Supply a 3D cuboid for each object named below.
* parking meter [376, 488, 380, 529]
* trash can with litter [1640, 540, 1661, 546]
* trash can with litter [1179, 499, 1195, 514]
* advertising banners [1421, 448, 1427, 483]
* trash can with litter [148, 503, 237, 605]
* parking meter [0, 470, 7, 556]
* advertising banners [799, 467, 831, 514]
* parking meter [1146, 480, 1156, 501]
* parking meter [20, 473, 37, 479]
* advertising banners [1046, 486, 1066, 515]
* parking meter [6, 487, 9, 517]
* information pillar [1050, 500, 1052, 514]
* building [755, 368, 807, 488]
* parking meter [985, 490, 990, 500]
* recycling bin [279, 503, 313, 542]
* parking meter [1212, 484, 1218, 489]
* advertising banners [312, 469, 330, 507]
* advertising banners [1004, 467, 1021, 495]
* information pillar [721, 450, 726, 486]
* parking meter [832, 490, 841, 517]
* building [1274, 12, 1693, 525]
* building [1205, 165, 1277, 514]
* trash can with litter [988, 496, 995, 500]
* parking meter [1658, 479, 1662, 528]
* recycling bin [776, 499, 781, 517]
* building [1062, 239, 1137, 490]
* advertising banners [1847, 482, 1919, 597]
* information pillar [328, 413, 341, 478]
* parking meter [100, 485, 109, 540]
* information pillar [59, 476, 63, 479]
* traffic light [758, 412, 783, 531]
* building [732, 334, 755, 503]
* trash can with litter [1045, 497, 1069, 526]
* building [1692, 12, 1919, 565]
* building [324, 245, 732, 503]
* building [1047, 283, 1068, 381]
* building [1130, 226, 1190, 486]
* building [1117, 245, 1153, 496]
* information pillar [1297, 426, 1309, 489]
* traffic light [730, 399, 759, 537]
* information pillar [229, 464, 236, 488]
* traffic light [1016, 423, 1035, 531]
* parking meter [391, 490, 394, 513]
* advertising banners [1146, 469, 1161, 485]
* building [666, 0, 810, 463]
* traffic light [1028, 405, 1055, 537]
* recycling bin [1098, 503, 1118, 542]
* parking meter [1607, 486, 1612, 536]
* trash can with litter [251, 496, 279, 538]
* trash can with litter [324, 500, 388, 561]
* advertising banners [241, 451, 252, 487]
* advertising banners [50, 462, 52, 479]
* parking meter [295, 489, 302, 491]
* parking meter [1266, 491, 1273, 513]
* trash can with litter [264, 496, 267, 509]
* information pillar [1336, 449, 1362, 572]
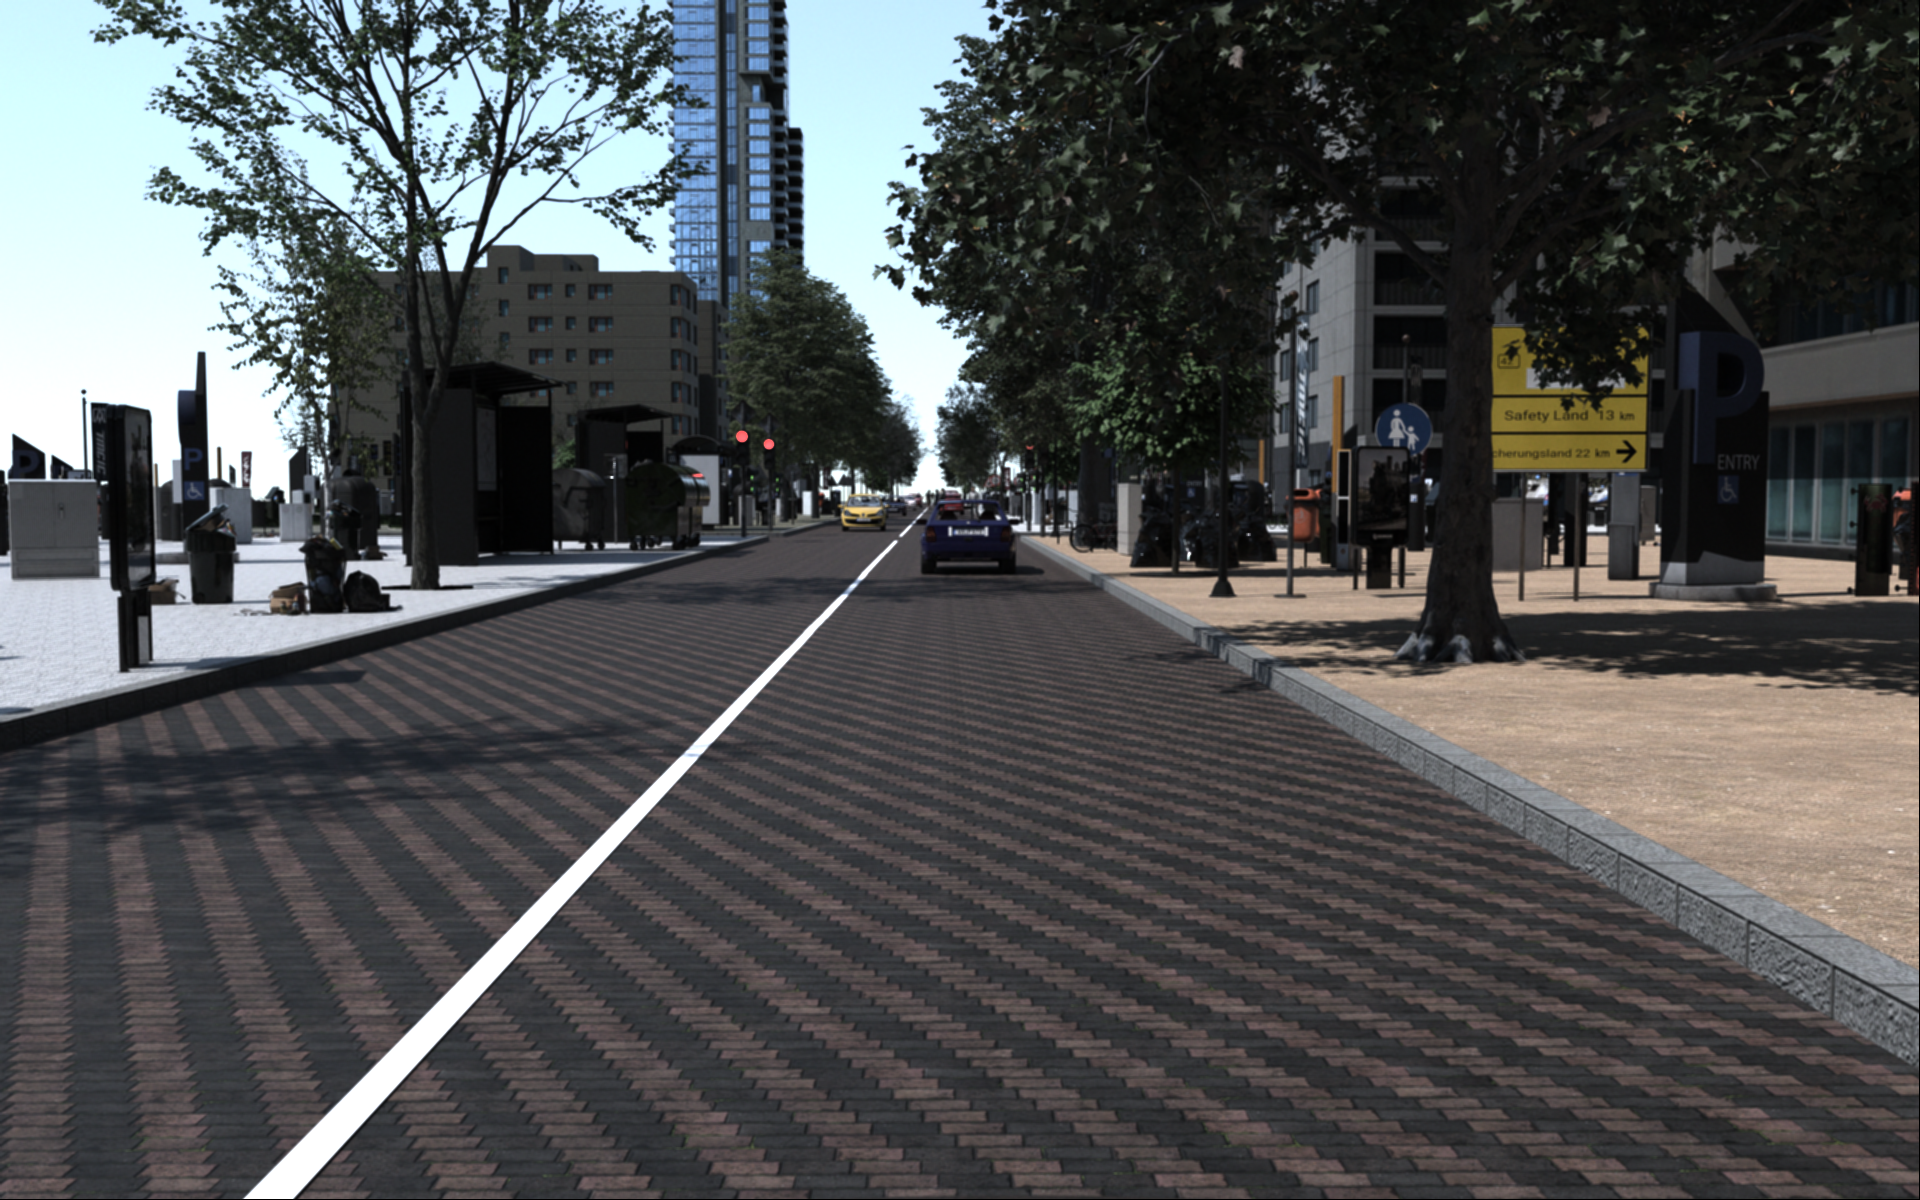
[{"bbox_3d":[-21.414,-3.361,63.355,0.372,1.533,0.369,0,3,0],"label":"parking meter"},{"bbox_3d":[17.600,-1.940,42.775,2.233,1.210,1.678,2,4,24],"label":"trash can with litter"},{"bbox_3d":[11.014,-4.515,85.208,0.624,1.170,1.055,3,5,40],"label":"trash can with litter"},{"bbox_3d":[11.018,-2.955,44.499,2.074,3.025,0.090,1,4,13],"label":"advertising banners"},{"bbox_3d":[-8.987,-0.538,20.186,1.055,1.170,0.624,-1,4,-21],"label":"trash can with litter"},{"bbox_3d":[-20.043,-1.852,35.985,0.399,1.863,0.255,0,4,-3],"label":"parking meter"},{"bbox_3d":[-9.287,-7.028,111.100,2.074,3.025,0.090,-1,4,-19],"label":"advertising banners"},{"bbox_3d":[8.133,-4.164,73.791,0.399,1.863,0.255,-2,4,-25],"label":"parking meter"},{"bbox_3d":[-25.568,-2.562,47.596,0.255,1.863,0.399,2,4,26],"label":"parking meter"},{"bbox_3d":[5.883,-6.748,106.515,2.074,3.025,0.090,2,4,34],"label":"advertising banners"},{"bbox_3d":[-27.726,-2.570,50.427,0.372,1.533,0.369,0,3,0],"label":"parking meter"},{"bbox_3d":[5.637,-6.147,104.996,0.304,2.012,0.304,2,4,26],"label":"information pillar"},{"bbox_3d":[-36.582,-24.561,246.603,27.650,21.520,28.899,0,4,-1],"label":"building"},{"bbox_3d":[1.848,-6.648,117.109,0.372,1.533,0.369,0,3,0],"label":"parking meter"},{"bbox_3d":[-17.928,-2.093,46.779,0.722,1.027,0.722,-1,4,-10],"label":"recycling bin"},{"bbox_3d":[14.800,-5.804,100.612,0.399,1.863,0.255,1,4,23],"label":"parking meter"},{"bbox_3d":[-44.737,-7.630,120.932,2.074,3.025,0.090,-3,5,-44],"label":"advertising banners"},{"bbox_3d":[3.779,-7.079,111.927,2.074,3.025,0.090,0,4,6],"label":"advertising banners"},{"bbox_3d":[-11.829,-5.777,85.814,0.504,3.616,0.183,0,4,2],"label":"information pillar"},{"bbox_3d":[-6.886,-5.449,97.495,0.372,1.533,0.369,0,3,0],"label":"parking meter"},{"bbox_3d":[27.036,-39.268,80.281,20.611,71.187,20.563,0,4,-1],"label":"building"},{"bbox_3d":[22.216,-20.888,113.215,14.160,30.474,14.107,0,4,-1],"label":"building"},{"bbox_3d":[2.245,-6.009,109.638,1.055,1.170,0.624,3,5,43],"label":"trash can with litter"},{"bbox_3d":[26.752,-3.671,65.729,0.255,1.863,0.399,-2,4,-33],"label":"parking meter"},{"bbox_3d":[-10.001,-5.245,98.303,0.722,1.027,0.722,-2,4,-24],"label":"recycling bin"},{"bbox_3d":[26.678,-38.928,256.086,23.786,49.044,30.456,0,4,-1],"label":"building"},{"bbox_3d":[12.144,-1.563,21.743,2.074,3.025,0.090,-1,4,-10],"label":"advertising banners"},{"bbox_3d":[-18.162,-3.608,50.345,0.183,3.616,0.504,1,4,10],"label":"information pillar"},{"bbox_3d":[-23.973,-2.466,48.732,0.372,1.533,0.369,0,3,0],"label":"parking meter"},{"bbox_3d":[-35.635,-3.942,68.942,0.304,2.012,0.304,-3,5,-44],"label":"information pillar"},{"bbox_3d":[-6.500,-4.310,59.391,0.839,4.253,0.868,0,4,-1],"label":"traffic light"},{"bbox_3d":[-36.737,-20.345,177.688,27.650,21.520,28.899,0,4,-1],"label":"building"},{"bbox_3d":[3.850,-3.618,70.547,1.055,1.170,0.624,-1,4,-22],"label":"trash can with litter"},{"bbox_3d":[26.596,-24.603,25.959,21.300,48.544,21.600,0,4,-1],"label":"building"},{"bbox_3d":[-35.482,-18.582,148.848,27.650,21.520,28.899,0,4,-1],"label":"building"},{"bbox_3d":[24.630,-40.304,282.667,21.300,48.544,21.600,0,4,-1],"label":"building"},{"bbox_3d":[27.148,-30.328,150.489,22.147,44.769,28.867,0,4,-1],"label":"building"},{"bbox_3d":[26.976,-53.037,179.823,22.319,86.520,31.000,0,4,-1],"label":"building"},{"bbox_3d":[9.899,-3.589,50.043,0.504,3.616,0.183,-3,5,-43],"label":"information pillar"},{"bbox_3d":[-6.412,-3.822,51.406,0.839,4.253,0.868,0,4,-1],"label":"traffic light"},{"bbox_3d":[-56.439,-8.748,134.384,0.504,3.616,0.183,0,4,5],"label":"information pillar"},{"bbox_3d":[2.361,-4.317,59.504,0.839,4.253,0.868,0,4,-1],"label":"traffic light"},{"bbox_3d":[-30.837,-5.266,94.511,0.372,1.533,0.369,0,3,0],"label":"parking meter"},{"bbox_3d":[13.872,-7.797,123.675,0.090,3.025,2.074,-2,4,-24],"label":"advertising banners"},{"bbox_3d":[-34.833,-58.883,275.414,22.319,86.520,31.000,0,4,-1],"label":"building"},{"bbox_3d":[2.448,-3.829,51.519,0.839,4.253,0.868,0,4,-1],"label":"traffic light"},{"bbox_3d":[3.869,-2.076,46.499,0.722,1.027,0.722,0,4,8],"label":"recycling bin"},{"bbox_3d":[19.822,-2.697,52.508,0.372,1.533,0.369,0,3,0],"label":"parking meter"},{"bbox_3d":[-21.269,-2.467,51.393,2.233,1.210,1.678,0,4,-5],"label":"trash can with litter"},{"bbox_3d":[-11.685,-1.353,33.517,0.624,1.170,1.055,3,5,43],"label":"trash can with litter"},{"bbox_3d":[-29.791,-4.565,70.820,2.074,3.025,0.090,1,4,16],"label":"advertising banners"},{"bbox_3d":[-48.153,-5.839,91.657,0.090,3.025,2.074,-2,4,-30],"label":"advertising banners"},{"bbox_3d":[-34.959,-5.083,91.516,0.372,1.533,0.369,0,3,0],"label":"parking meter"},{"bbox_3d":[18.025,-5.651,100.798,0.372,1.533,0.369,0,3,0],"label":"parking meter"},{"bbox_3d":[-40.096,-5.488,101.111,1.055,1.170,0.624,1,4,23],"label":"trash can with litter"},{"bbox_3d":[6.448,-1.478,28.654,0.304,2.012,0.304,-2,4,-33],"label":"information pillar"}]
